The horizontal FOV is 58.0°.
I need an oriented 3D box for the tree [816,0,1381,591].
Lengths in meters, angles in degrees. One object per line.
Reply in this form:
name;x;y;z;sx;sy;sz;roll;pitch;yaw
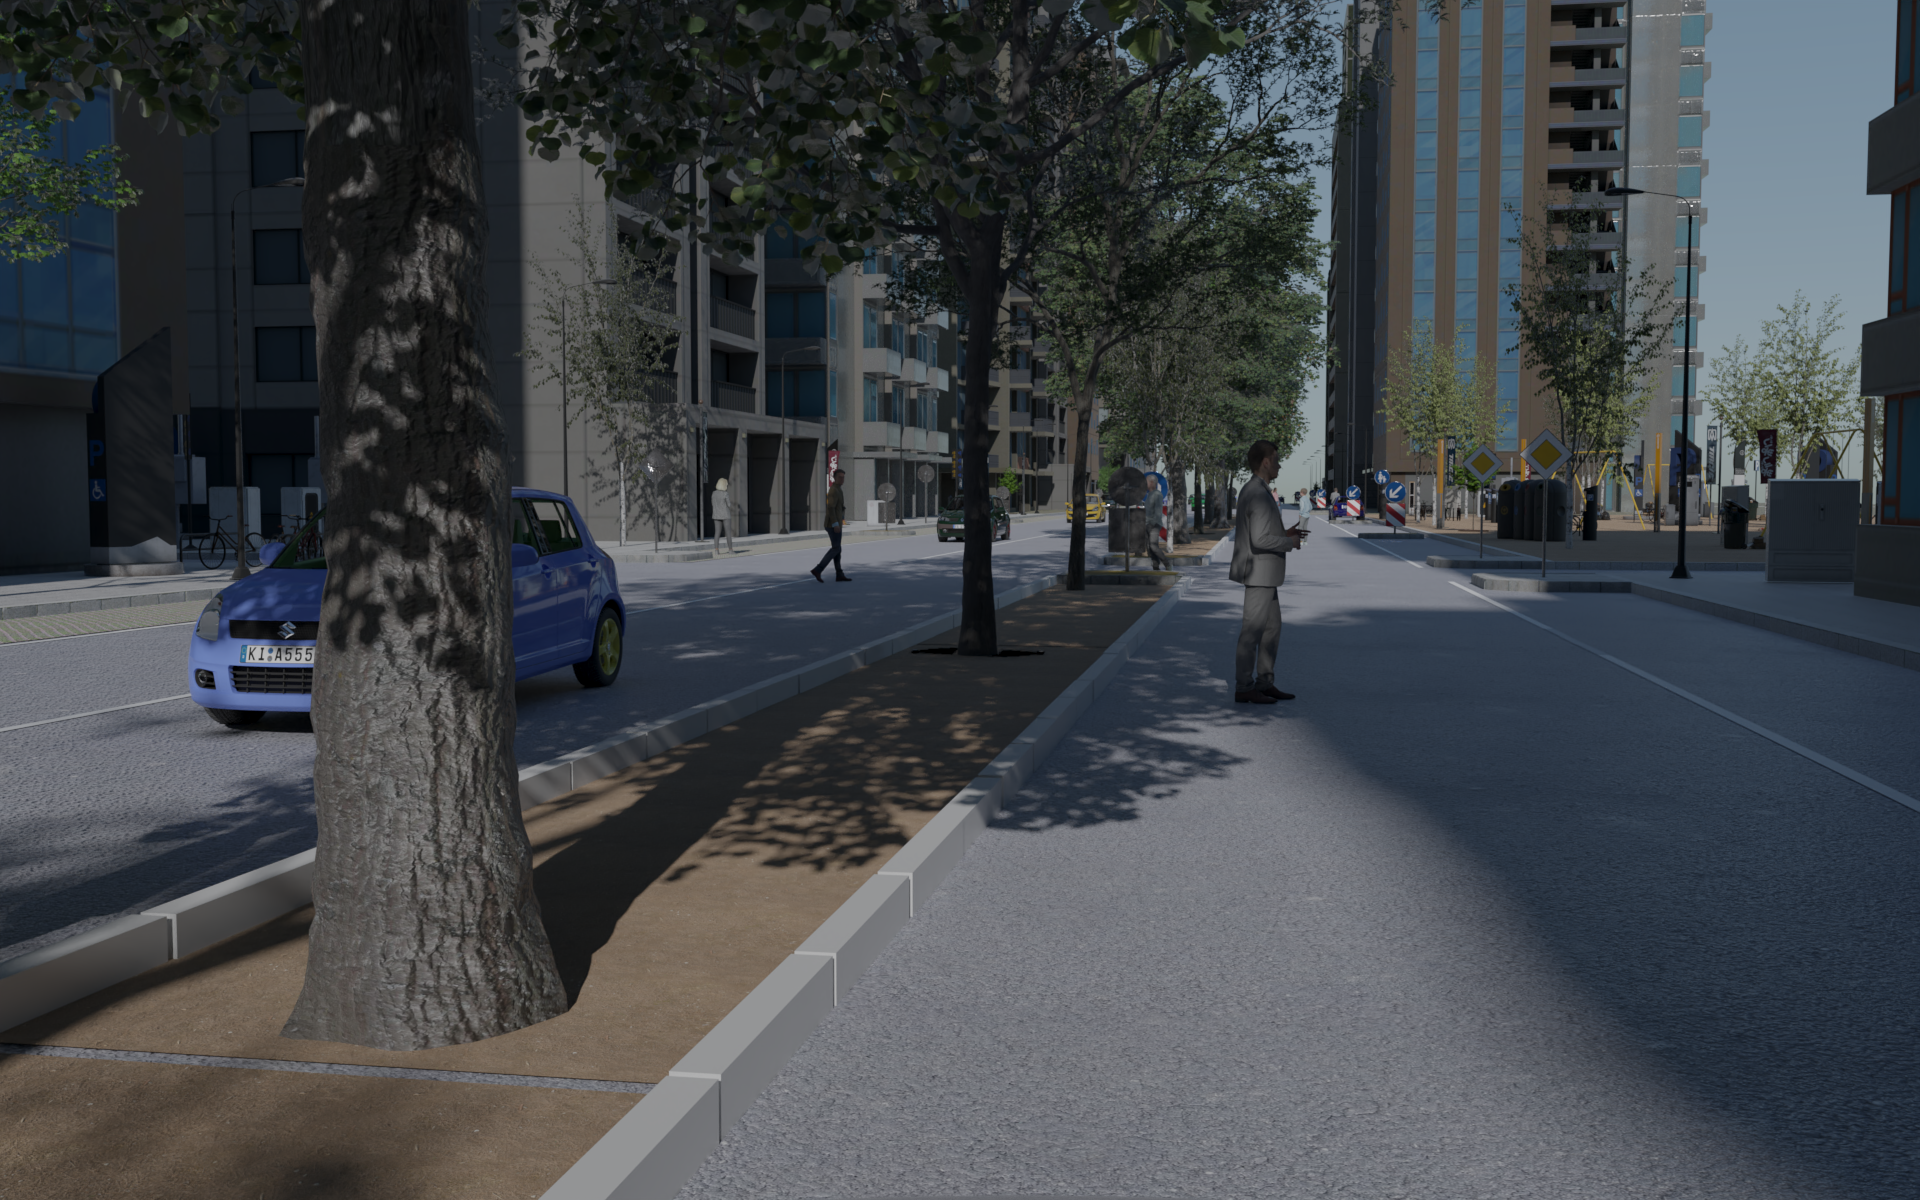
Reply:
tree;1.631;-5.391;25.007;8.767;10.594;7.601;1;4;10

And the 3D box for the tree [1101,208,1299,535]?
tree;8.360;-8.127;61.087;9.928;11.665;9.643;0;3;0

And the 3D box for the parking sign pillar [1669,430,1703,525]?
parking sign pillar;30.164;-5.111;72.043;1.447;3.967;1.447;-2;4;-26

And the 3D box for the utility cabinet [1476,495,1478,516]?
utility cabinet;30.982;-5.642;103.405;0.306;1.237;1.020;1;4;11

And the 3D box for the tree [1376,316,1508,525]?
tree;19.291;-7.356;70.634;4.737;8.622;4.395;0;3;0

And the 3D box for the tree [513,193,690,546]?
tree;-8.397;-5.606;42.013;4.360;8.622;3.978;0;3;0

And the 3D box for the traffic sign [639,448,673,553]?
traffic sign;-6.585;-2.072;37.515;0.795;2.450;0.064;1;4;10

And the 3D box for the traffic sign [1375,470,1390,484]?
traffic sign;22.222;-5.572;91.207;0.768;2.556;0.104;1;4;16

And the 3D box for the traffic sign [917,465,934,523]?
traffic sign;-1.499;-4.629;75.796;0.768;2.556;0.104;1;4;13

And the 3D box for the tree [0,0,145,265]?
tree;-12.228;-5.637;17.913;9.928;11.665;9.643;0;3;0

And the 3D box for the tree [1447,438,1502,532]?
tree;17.498;-3.963;59.402;1.663;3.219;1.824;0;3;0

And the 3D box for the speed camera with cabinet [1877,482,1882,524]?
speed camera with cabinet;13.217;-1.764;23.175;0.660;3.252;2.038;-1;4;-9

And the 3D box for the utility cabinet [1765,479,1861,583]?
utility cabinet;12.283;-0.996;24.957;1.173;1.500;0.318;1;4;18

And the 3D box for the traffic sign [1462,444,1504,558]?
traffic sign;10.390;-1.886;34.482;0.795;2.450;0.064;1;4;10

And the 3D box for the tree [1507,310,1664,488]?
tree;25.119;-7.218;68.379;4.737;8.622;4.395;0;3;0

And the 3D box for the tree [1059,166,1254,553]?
tree;4.170;-5.149;36.998;4.360;8.622;3.978;0;3;0

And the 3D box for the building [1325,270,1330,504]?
building;53.967;-27.535;221.895;14.160;30.474;14.107;1;4;10

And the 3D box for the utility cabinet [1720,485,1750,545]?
utility cabinet;19.008;-2.071;42.535;0.318;1.500;1.173;0;4;7

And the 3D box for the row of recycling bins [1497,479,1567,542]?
row of recycling bins;15.988;-2.519;48.303;1.069;1.692;3.534;0;4;-3

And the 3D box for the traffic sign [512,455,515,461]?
traffic sign;-7.985;-1.591;29.653;0.795;2.450;0.064;1;4;10

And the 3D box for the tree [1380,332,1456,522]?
tree;20.840;-7.803;77.941;4.360;8.622;3.978;0;3;0

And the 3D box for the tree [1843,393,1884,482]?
tree;45.797;-8.229;84.899;4.360;8.622;3.978;0;3;0

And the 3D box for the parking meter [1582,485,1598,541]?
parking meter;17.370;-2.405;47.740;0.372;1.533;0.369;0;3;0

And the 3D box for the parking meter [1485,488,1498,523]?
parking meter;25.666;-4.624;84.021;0.372;1.533;0.369;0;3;0

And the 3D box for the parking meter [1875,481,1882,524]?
parking meter;17.785;-1.519;33.254;0.372;1.533;0.369;0;3;0

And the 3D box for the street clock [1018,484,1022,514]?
street clock;3.921;-6.593;112.358;0.358;2.002;0.471;0;4;-5

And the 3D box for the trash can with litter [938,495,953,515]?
trash can with litter;-0.657;-5.958;108.475;1.678;1.210;2.233;-2;4;-24

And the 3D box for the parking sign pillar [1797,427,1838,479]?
parking sign pillar;33.702;-4.916;68.854;1.447;3.967;1.447;-3;5;-45

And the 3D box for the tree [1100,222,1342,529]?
tree;10.706;-9.267;70.980;9.611;12.733;9.660;0;3;0

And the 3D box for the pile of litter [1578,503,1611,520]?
pile of litter;31.067;-4.329;84.742;1.719;0.858;1.176;0;4;5

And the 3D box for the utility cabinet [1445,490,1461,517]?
utility cabinet;26.882;-5.262;94.708;0.318;1.500;1.173;-2;4;-25

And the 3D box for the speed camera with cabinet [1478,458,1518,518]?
speed camera with cabinet;29.305;-6.120;94.397;0.660;3.252;2.038;-3;5;-45

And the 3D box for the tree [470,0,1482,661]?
tree;0.152;-6.258;15.138;12.009;13.543;11.850;0;3;0

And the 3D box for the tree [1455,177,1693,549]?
tree;14.361;-5.496;40.227;4.360;8.622;3.978;0;3;0

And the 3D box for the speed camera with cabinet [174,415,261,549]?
speed camera with cabinet;-17.506;-2.831;40.618;2.038;3.252;0.660;1;4;9

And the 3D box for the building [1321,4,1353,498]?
building;63.751;-49.754;251.721;20.563;71.187;20.611;1;4;10

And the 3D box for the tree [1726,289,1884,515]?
tree;30.783;-6.887;62.970;4.737;8.622;4.395;0;3;0

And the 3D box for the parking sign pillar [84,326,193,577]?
parking sign pillar;-13.121;-2.382;27.419;1.447;3.967;1.447;2;4;23

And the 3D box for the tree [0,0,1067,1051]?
tree;-1.444;-5.817;4.222;9.857;13.997;8.962;0;3;0

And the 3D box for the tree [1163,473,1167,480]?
tree;31.562;-17.490;269.679;4.285;4.588;4.351;0;3;0

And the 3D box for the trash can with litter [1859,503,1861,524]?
trash can with litter;27.403;-2.554;53.147;1.055;1.170;0.624;-3;5;-40

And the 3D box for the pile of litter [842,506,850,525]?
pile of litter;-5.191;-3.554;72.067;1.176;0.858;1.719;-1;4;-15

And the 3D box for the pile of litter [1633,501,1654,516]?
pile of litter;40.828;-5.424;102.642;1.176;0.858;1.719;-3;5;-43

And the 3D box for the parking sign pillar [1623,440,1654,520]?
parking sign pillar;33.712;-5.964;85.981;1.447;3.967;1.447;1;4;21

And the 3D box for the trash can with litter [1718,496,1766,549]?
trash can with litter;18.309;-1.775;40.405;1.055;1.170;0.624;0;4;3

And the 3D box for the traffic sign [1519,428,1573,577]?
traffic sign;8.989;-1.405;26.620;0.795;2.450;0.064;1;4;10

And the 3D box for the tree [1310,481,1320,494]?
tree;49.065;-14.952;239.065;1.663;3.219;1.824;0;3;0

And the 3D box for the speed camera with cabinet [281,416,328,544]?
speed camera with cabinet;-16.188;-2.991;43.237;0.660;3.252;2.038;0;4;7

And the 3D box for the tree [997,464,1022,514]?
tree;3.254;-7.059;110.022;1.663;3.219;1.824;0;3;0

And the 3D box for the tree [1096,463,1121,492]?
tree;17.205;-12.430;186.939;4.285;4.588;4.351;0;3;0

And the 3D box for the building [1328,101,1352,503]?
building;54.613;-35.439;203.128;21.300;48.544;21.600;1;4;10

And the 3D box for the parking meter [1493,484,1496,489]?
parking meter;32.361;-6.084;105.179;0.255;1.863;0.399;2;4;25

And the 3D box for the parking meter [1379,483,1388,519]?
parking meter;21.643;-5.071;88.619;0.399;1.863;0.255;0;4;-3

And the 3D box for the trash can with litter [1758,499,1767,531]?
trash can with litter;28.684;-2.999;60.086;2.233;1.210;1.678;0;4;3

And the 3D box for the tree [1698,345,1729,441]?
tree;36.468;-7.956;80.441;4.737;8.622;4.395;0;3;0
